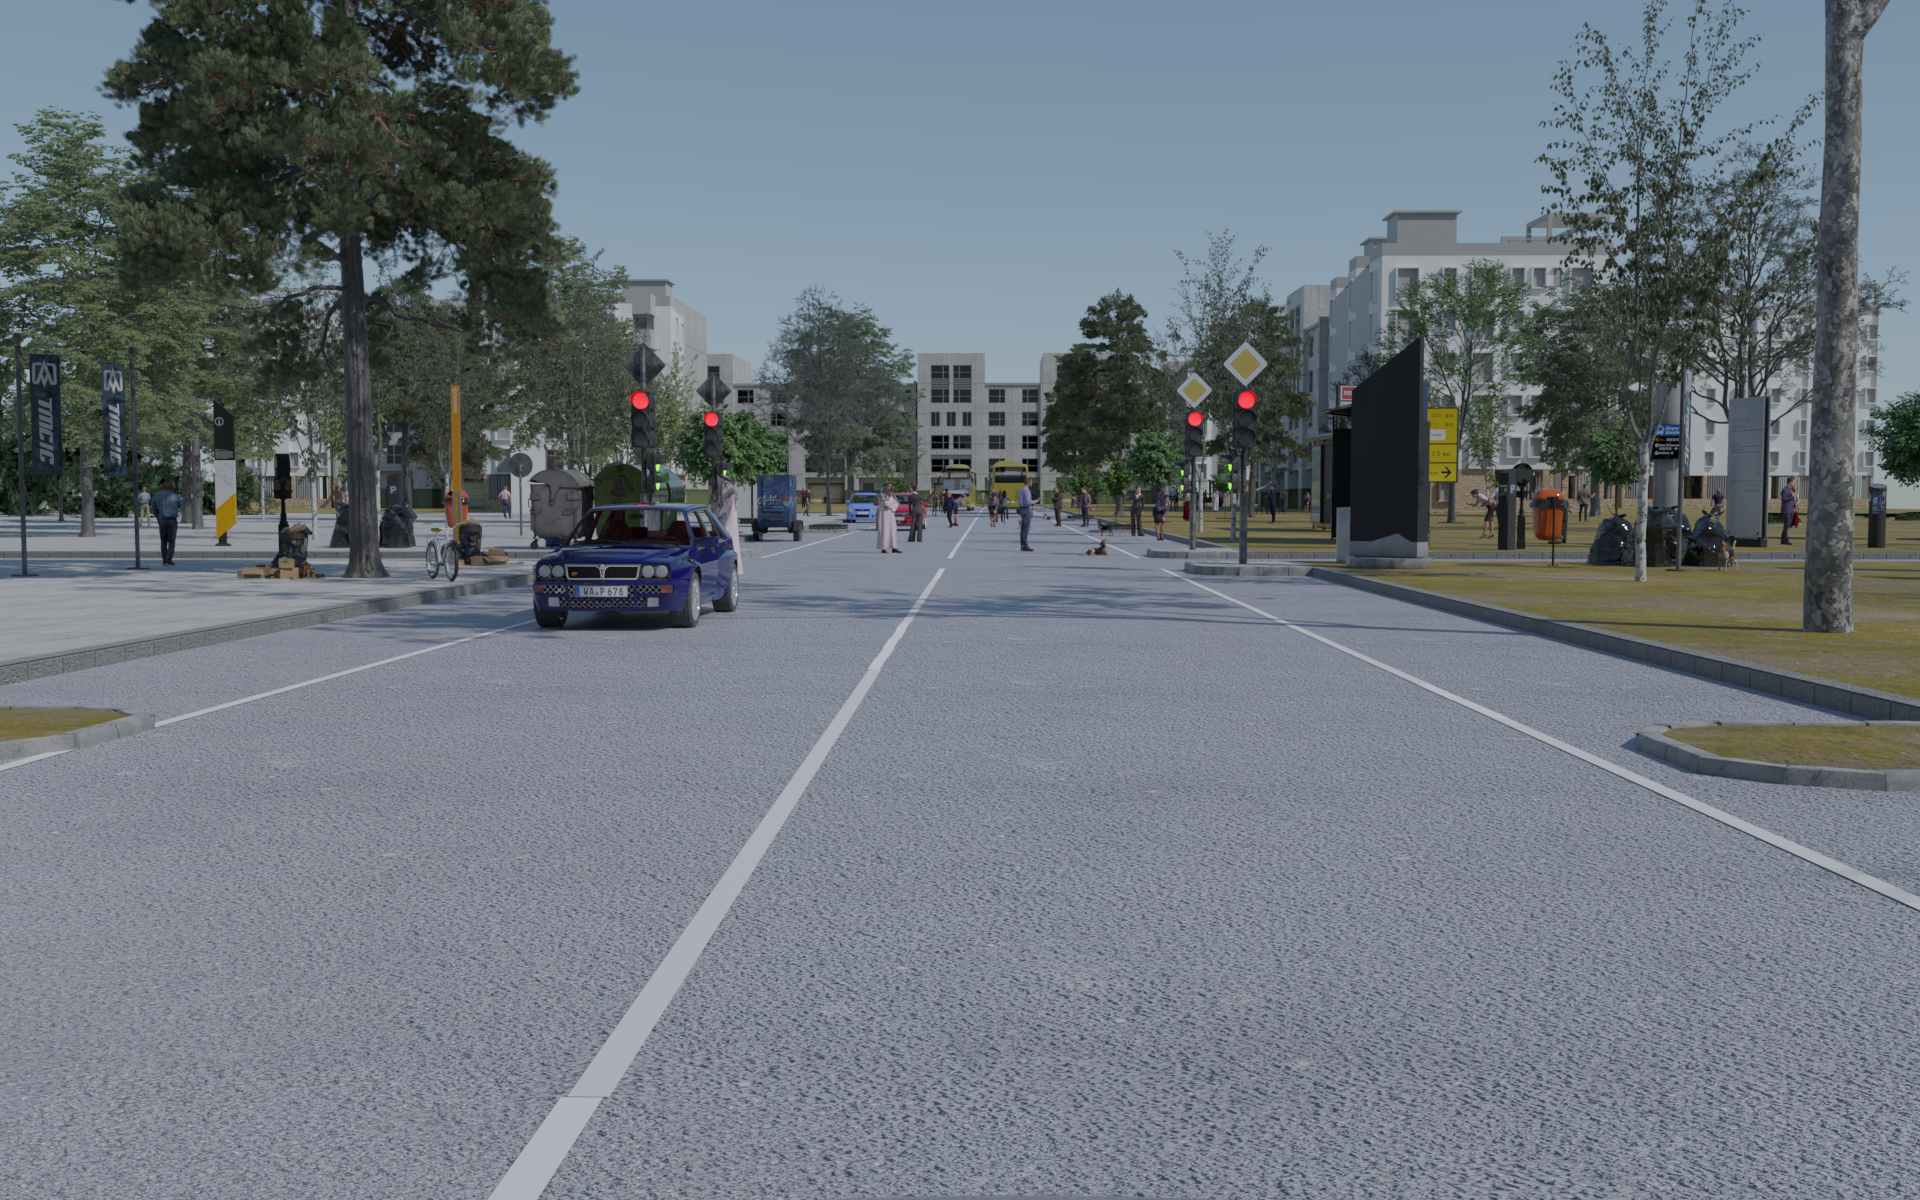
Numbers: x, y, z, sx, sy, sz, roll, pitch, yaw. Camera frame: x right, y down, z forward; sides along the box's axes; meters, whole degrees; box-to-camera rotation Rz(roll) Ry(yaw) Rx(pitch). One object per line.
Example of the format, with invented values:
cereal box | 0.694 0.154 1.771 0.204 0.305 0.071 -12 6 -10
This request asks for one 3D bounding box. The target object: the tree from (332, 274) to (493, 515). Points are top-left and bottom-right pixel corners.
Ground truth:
tree | -27.057 -9.928 84.380 6.751 12.117 7.091 0 3 0

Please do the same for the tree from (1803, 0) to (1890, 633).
tree | 8.978 -9.692 14.357 12.611 20.169 13.585 0 3 0

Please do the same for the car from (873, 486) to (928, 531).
car | -2.326 -3.657 68.828 2.155 1.783 4.494 0 4 3

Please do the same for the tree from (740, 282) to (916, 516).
tree | -7.838 -11.667 101.118 12.009 13.543 11.850 0 3 0

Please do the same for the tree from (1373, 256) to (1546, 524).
tree | 21.660 -9.153 75.401 9.928 11.665 9.643 0 3 0

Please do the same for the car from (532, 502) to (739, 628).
car | -3.637 -0.442 19.812 1.945 1.354 3.894 0 4 2

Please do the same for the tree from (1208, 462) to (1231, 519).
tree | 13.597 -5.814 89.654 1.663 3.219 1.824 0 3 0

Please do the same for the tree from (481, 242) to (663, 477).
tree | -11.208 -6.077 49.724 4.360 8.622 3.978 0 3 0

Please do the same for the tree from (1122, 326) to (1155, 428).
tree | 7.913 -6.605 58.361 4.360 8.622 3.978 0 3 0

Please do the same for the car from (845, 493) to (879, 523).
car | -4.732 -4.719 86.750 1.945 1.707 3.694 0 4 2

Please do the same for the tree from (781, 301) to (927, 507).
tree | -7.122 -12.710 114.471 9.857 13.997 8.962 0 3 0

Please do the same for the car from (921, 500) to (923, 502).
car | -3.775 -7.325 131.557 2.131 1.459 4.920 0 4 1

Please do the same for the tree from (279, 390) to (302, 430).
tree | -28.119 -8.833 62.547 7.486 12.596 7.792 0 3 0

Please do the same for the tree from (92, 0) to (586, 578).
tree | -9.395 -7.257 26.073 7.806 13.903 7.818 0 3 0

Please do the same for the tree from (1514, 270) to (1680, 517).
tree | 36.340 -11.727 98.396 9.857 13.997 8.962 0 3 0

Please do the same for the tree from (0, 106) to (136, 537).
tree | -26.110 -8.174 51.778 7.486 12.596 7.792 0 3 0

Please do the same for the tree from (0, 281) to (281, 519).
tree | -50.892 -12.633 108.363 18.604 14.587 13.155 0 4 -3

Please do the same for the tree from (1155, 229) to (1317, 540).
tree | 7.644 -5.965 47.883 4.360 8.622 3.978 0 3 0

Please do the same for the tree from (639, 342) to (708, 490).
tree | -14.334 -8.205 84.514 4.737 8.622 4.395 0 3 0

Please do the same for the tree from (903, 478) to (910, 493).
tree | -5.558 -10.015 158.338 1.663 3.219 1.824 0 3 0

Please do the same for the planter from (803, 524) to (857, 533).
planter | -4.876 -2.664 64.692 1.991 0.319 1.994 0 4 1

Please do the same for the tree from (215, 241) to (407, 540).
tree | -18.334 -5.990 48.297 4.360 8.622 3.978 0 3 0

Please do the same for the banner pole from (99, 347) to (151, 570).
banner pole | -14.157 -2.403 29.310 0.401 3.779 0.863 1 4 23

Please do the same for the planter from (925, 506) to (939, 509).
planter | -2.923 -9.023 168.662 1.991 0.319 1.994 0 4 1

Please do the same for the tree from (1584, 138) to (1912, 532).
tree | 26.711 -9.104 59.215 12.009 13.543 11.850 0 3 0

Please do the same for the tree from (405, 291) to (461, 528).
tree | -18.325 -6.314 53.598 4.360 8.622 3.978 0 3 0

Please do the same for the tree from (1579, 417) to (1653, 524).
tree | 28.027 -5.508 73.774 4.285 4.588 4.351 0 3 0

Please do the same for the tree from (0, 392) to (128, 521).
tree | -50.599 -7.240 81.275 20.602 7.101 11.467 -2 4 -30

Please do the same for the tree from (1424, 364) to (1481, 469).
tree | 23.835 -8.598 90.932 4.737 8.622 4.395 0 3 0

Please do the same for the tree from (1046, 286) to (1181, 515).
tree | 9.473 -12.077 104.882 7.806 13.903 7.818 0 3 0

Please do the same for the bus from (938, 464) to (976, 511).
bus | -0.084 -9.554 147.753 2.896 3.916 12.252 0 4 3

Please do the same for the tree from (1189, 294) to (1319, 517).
tree | 16.065 -10.567 94.828 6.751 12.117 7.091 0 3 0

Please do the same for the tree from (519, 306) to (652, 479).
tree | -20.572 -10.372 95.332 9.928 11.665 9.643 0 3 0

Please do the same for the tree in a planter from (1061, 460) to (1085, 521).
tree in a planter | 6.343 -5.781 91.733 1.991 3.239 1.994 0 4 1

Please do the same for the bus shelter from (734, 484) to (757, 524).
bus shelter | -8.970 -5.047 76.442 2.014 3.302 5.546 0 4 1

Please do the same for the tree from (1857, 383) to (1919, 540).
tree | 27.054 -3.967 48.580 4.285 4.588 4.351 0 3 0

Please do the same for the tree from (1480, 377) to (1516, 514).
tree | 32.741 -9.638 107.940 4.737 8.622 4.395 0 3 0

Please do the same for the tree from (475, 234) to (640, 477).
tree | -17.415 -9.682 76.432 7.486 12.596 7.792 0 3 0

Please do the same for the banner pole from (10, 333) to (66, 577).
banner pole | -14.482 -2.272 27.162 0.401 3.779 0.863 3 5 40

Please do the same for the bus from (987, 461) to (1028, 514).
bus | 3.551 -8.351 128.082 2.896 3.916 12.252 0 3 0

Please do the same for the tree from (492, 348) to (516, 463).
tree | -31.126 -11.350 107.631 6.751 12.117 7.091 0 3 0

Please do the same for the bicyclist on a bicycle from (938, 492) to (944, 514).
bicyclist on a bicycle | -1.338 -7.028 124.930 1.499 1.676 1.625 0 3 0

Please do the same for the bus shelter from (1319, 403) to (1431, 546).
bus shelter | 10.984 -3.352 46.090 1.731 3.624 6.357 0 4 1

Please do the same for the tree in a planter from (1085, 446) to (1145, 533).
tree in a planter | 5.831 -4.125 64.658 1.991 3.239 1.994 0 4 1

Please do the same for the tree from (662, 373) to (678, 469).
tree | -13.037 -7.074 66.018 4.360 8.622 3.978 0 3 0

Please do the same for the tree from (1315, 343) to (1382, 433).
tree | 25.697 -10.600 107.723 7.601 10.594 8.767 0 4 -5

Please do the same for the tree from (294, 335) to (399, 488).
tree | -27.252 -7.768 77.363 4.737 8.622 4.395 0 3 0

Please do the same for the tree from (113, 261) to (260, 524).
tree | -33.535 -9.348 74.890 6.751 12.117 7.091 0 3 0

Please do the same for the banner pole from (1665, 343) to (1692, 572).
banner pole | 12.111 -2.381 28.950 0.401 3.779 0.863 3 4 36

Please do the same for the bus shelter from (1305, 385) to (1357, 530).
bus shelter | 13.622 -5.134 61.575 2.179 5.291 8.768 0 4 1

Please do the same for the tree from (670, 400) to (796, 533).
tree | -7.839 -4.485 57.050 4.285 4.588 4.351 0 3 0

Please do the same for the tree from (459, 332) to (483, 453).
tree | -18.782 -6.939 63.818 4.360 8.622 3.978 0 3 0

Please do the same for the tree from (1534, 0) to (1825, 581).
tree | 10.242 -4.581 25.269 4.360 8.622 3.978 0 3 0

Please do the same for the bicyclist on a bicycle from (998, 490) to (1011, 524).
bicyclist on a bicycle | 2.127 -4.461 82.957 1.499 1.676 1.625 0 4 2

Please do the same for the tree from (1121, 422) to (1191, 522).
tree | 8.976 -5.818 78.843 4.285 4.588 4.351 0 3 0
